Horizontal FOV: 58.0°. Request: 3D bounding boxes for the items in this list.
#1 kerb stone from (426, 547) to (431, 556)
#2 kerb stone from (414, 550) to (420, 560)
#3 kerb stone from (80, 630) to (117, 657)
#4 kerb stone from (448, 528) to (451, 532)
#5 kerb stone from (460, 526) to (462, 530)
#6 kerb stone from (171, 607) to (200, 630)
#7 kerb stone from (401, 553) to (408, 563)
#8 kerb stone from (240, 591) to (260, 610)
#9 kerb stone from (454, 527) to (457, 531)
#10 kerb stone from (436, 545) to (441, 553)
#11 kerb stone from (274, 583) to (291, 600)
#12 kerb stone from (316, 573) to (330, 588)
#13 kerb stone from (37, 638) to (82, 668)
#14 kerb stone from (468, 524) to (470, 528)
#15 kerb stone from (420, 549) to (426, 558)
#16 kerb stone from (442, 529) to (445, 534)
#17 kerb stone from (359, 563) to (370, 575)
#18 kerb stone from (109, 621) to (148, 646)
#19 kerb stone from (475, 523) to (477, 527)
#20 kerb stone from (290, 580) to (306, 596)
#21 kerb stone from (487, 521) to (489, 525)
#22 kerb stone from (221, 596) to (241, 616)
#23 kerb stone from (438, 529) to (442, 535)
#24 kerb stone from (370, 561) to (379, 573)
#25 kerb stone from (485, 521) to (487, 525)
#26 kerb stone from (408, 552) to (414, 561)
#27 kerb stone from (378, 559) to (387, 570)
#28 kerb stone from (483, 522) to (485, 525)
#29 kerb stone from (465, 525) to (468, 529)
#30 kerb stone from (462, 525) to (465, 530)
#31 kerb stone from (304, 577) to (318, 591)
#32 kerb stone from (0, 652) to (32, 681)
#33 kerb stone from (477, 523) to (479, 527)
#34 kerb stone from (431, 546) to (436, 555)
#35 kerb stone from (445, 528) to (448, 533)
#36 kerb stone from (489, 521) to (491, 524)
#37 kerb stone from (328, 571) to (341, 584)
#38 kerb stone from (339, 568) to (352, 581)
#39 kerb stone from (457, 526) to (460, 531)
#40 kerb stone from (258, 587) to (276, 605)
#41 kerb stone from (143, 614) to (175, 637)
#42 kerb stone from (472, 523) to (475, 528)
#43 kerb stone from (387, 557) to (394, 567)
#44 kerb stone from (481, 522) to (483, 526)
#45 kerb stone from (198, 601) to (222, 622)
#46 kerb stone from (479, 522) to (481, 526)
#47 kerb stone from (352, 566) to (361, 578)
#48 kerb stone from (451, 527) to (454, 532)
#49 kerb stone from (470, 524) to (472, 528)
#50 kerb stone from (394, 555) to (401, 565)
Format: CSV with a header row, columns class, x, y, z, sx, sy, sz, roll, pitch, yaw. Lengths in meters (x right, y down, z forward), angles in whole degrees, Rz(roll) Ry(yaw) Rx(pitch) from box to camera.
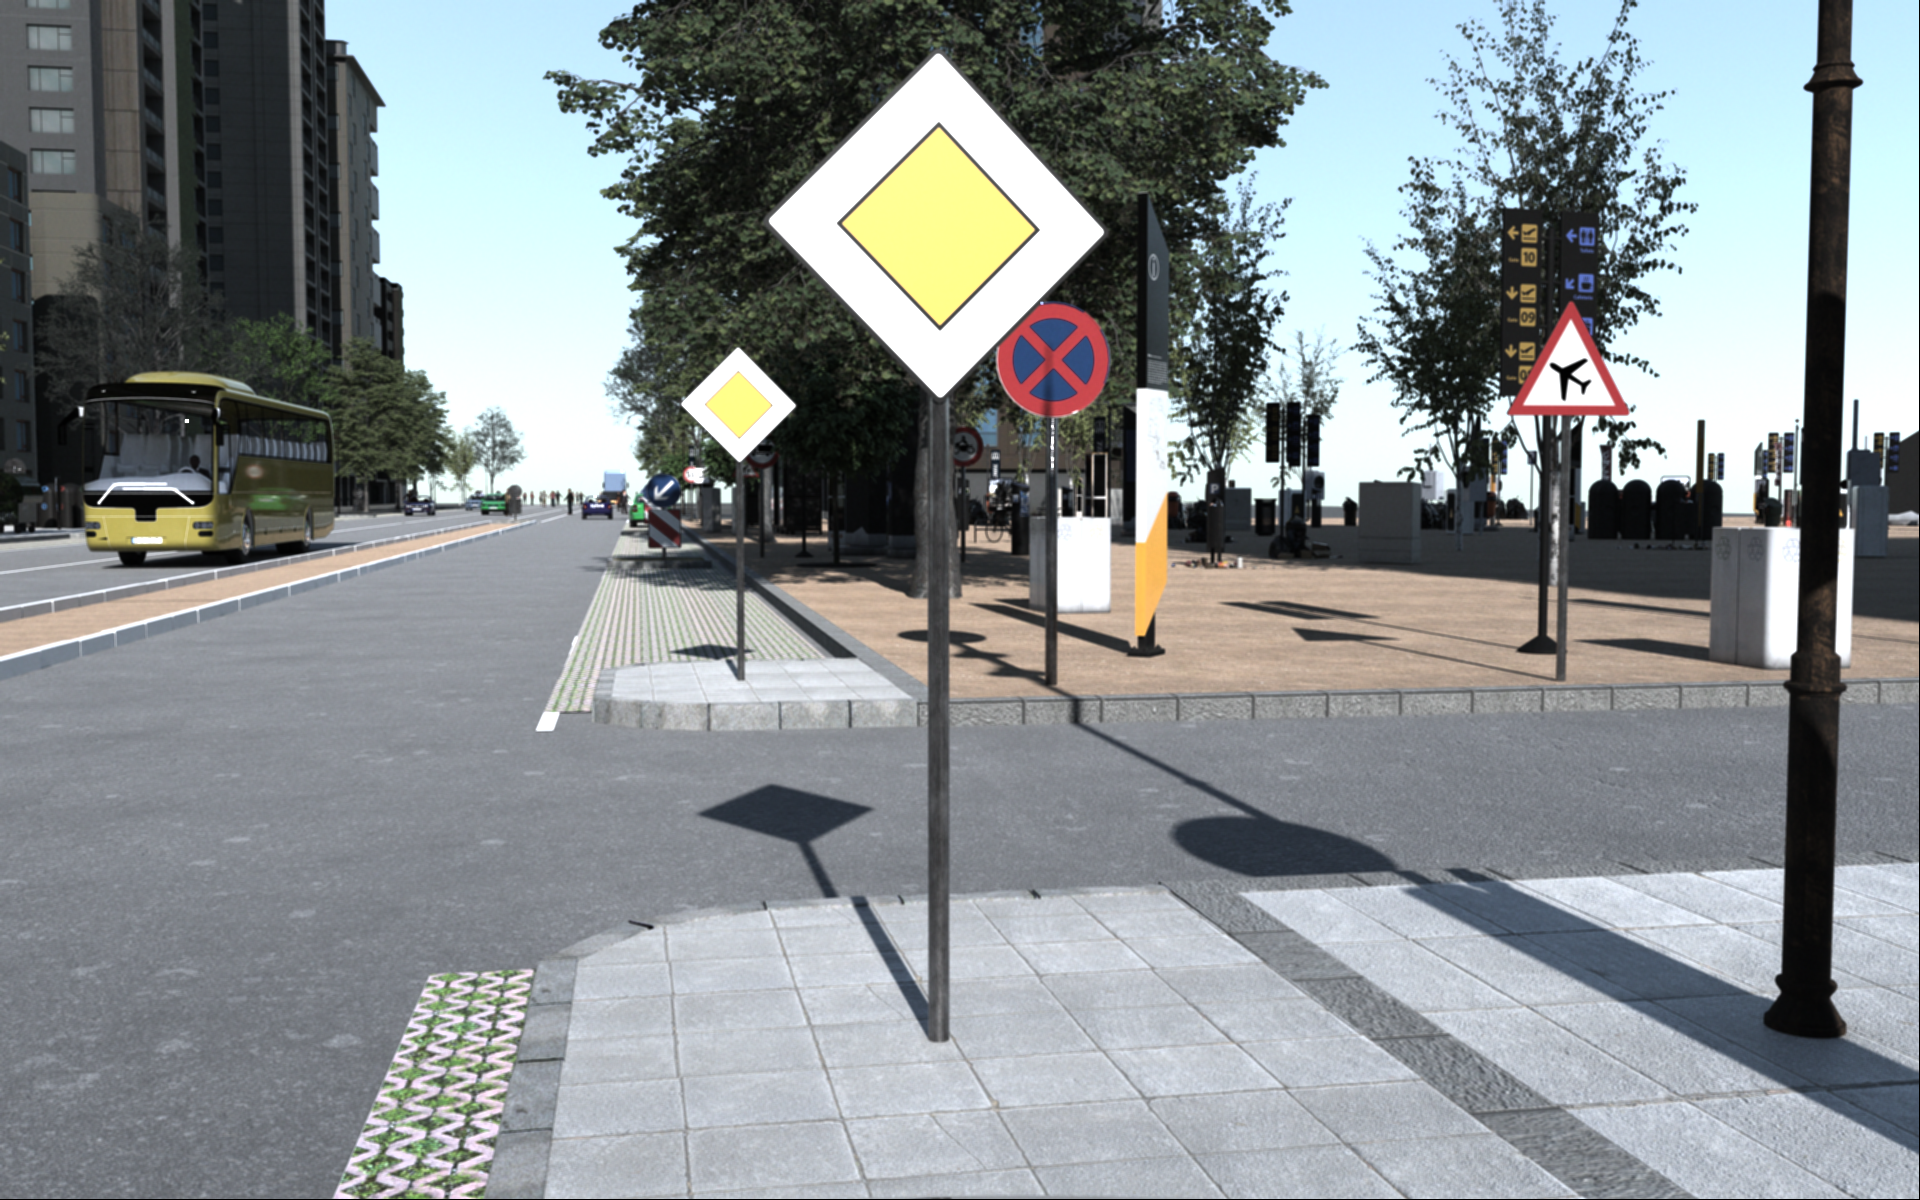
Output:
class,x,y,z,sx,sy,sz,roll,pitch,yaw
kerb stone,-12.362,-1.082,39.891,0.120,0.150,1.000,-1,4,-10
kerb stone,-11.997,-0.959,37.879,0.120,0.150,1.000,-1,4,-10
kerb stone,-7.880,0.405,15.706,0.120,0.150,1.000,-1,4,-10
kerb stone,-18.914,-2.535,63.640,0.120,0.150,1.000,-1,4,-10
kerb stone,-19.656,-2.782,67.681,0.120,0.150,1.000,-1,4,-10
kerb stone,-8.434,0.213,18.721,0.120,0.150,1.000,-1,4,-10
kerb stone,-11.621,-0.836,35.867,0.120,0.150,1.000,-1,4,-10
kerb stone,-8.996,0.027,21.749,0.120,0.150,1.000,-1,4,-10
kerb stone,-19.288,-2.658,65.667,0.120,0.150,1.000,-1,4,-10
kerb stone,-12.740,-1.201,41.916,0.120,0.150,1.000,-1,4,-10
kerb stone,-9.371,-0.096,23.760,0.120,0.150,1.000,-1,4,-10
kerb stone,-9.937,-0.279,26.792,0.120,0.150,1.000,-1,4,-10
kerb stone,-7.696,0.458,14.700,0.120,0.150,1.000,-1,4,-10
kerb stone,-20.230,-2.968,70.717,0.120,0.150,1.000,-1,4,-10
kerb stone,-12.179,-1.021,38.885,0.120,0.150,1.000,-1,4,-10
kerb stone,-18.540,-2.406,61.619,0.120,0.150,1.000,-1,4,-10
kerb stone,-10.681,-0.528,30.827,0.120,0.150,1.000,-1,4,-10
kerb stone,-8.064,0.337,16.711,0.120,0.150,1.000,-1,4,-10
kerb stone,-20.781,-3.153,73.745,0.120,0.150,1.000,-1,4,-10
kerb stone,-9.554,-0.157,24.771,0.120,0.150,1.000,-1,4,-10
kerb stone,-21.909,-3.520,79.799,0.120,0.150,1.000,-1,4,-10
kerb stone,-8.812,0.089,20.737,0.120,0.150,1.000,-1,4,-10
kerb stone,-18.346,-2.350,60.615,0.120,0.150,1.000,-1,4,-10
kerb stone,-10.866,-0.586,31.834,0.120,0.150,1.000,-1,4,-10
kerb stone,-21.722,-3.462,78.791,0.120,0.150,1.000,-1,4,-10
kerb stone,-11.804,-0.898,36.875,0.120,0.150,1.000,-1,4,-10
kerb stone,-11.056,-0.651,32.838,0.120,0.150,1.000,-1,4,-10
kerb stone,-21.535,-3.400,77.787,0.120,0.150,1.000,-1,4,-10
kerb stone,-20.030,-2.906,69.702,0.120,0.150,1.000,-1,4,-10
kerb stone,-19.847,-2.839,68.692,0.120,0.150,1.000,-1,4,-10
kerb stone,-9.745,-0.219,25.775,0.120,0.150,1.000,-1,4,-10
kerb stone,-7.499,0.520,13.687,0.120,0.150,1.000,-1,4,-10
kerb stone,-20.969,-3.211,74.750,0.120,0.150,1.000,-1,4,-10
kerb stone,-12.552,-1.141,40.900,0.120,0.150,1.000,-1,4,-10
kerb stone,-18.720,-2.473,62.637,0.120,0.150,1.000,-1,4,-10
kerb stone,-22.099,-3.585,80.810,0.120,0.150,1.000,-1,4,-10
kerb stone,-10.127,-0.343,27.805,0.120,0.150,1.000,-1,4,-10
kerb stone,-10.306,-0.404,28.811,0.120,0.150,1.000,-1,4,-10
kerb stone,-19.472,-2.720,66.672,0.120,0.150,1.000,-1,4,-10
kerb stone,-9.185,-0.034,22.753,0.120,0.150,1.000,-1,4,-10
kerb stone,-8.248,0.274,17.716,0.120,0.150,1.000,-1,4,-10
kerb stone,-20.590,-3.089,72.735,0.120,0.150,1.000,-1,4,-10
kerb stone,-11.242,-0.712,33.843,0.120,0.150,1.000,-1,4,-10
kerb stone,-21.350,-3.338,76.772,0.120,0.150,1.000,-1,4,-10
kerb stone,-8.618,0.151,19.734,0.120,0.150,1.000,-1,4,-10
kerb stone,-21.165,-3.274,75.767,0.120,0.150,1.000,-1,4,-10
kerb stone,-10.500,-0.462,29.819,0.120,0.150,1.000,-1,4,-10
kerb stone,-19.098,-2.593,64.657,0.120,0.150,1.000,-1,4,-10
kerb stone,-20.412,-3.029,71.725,0.120,0.150,1.000,-1,4,-10
kerb stone,-11.430,-0.769,34.854,0.120,0.150,1.000,-1,4,-10
